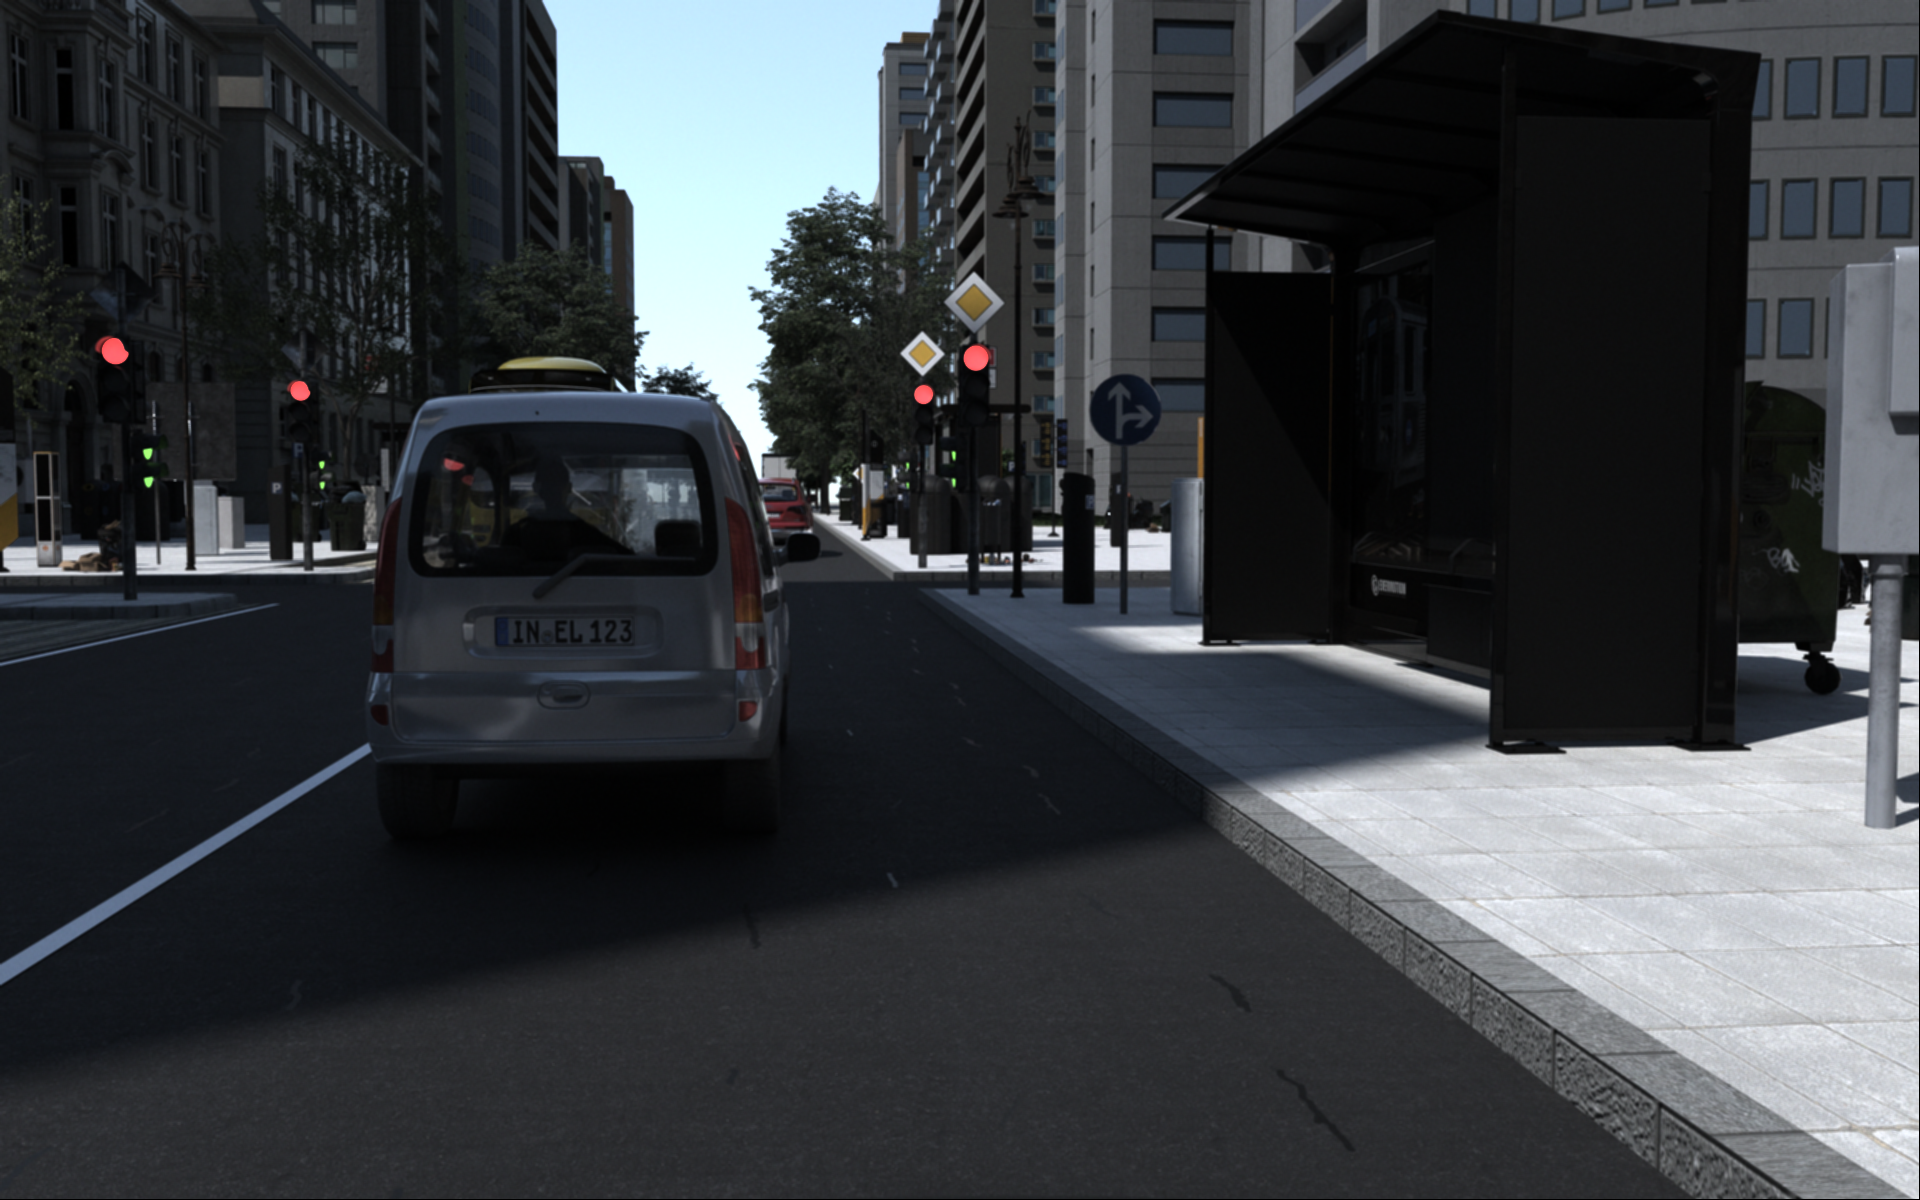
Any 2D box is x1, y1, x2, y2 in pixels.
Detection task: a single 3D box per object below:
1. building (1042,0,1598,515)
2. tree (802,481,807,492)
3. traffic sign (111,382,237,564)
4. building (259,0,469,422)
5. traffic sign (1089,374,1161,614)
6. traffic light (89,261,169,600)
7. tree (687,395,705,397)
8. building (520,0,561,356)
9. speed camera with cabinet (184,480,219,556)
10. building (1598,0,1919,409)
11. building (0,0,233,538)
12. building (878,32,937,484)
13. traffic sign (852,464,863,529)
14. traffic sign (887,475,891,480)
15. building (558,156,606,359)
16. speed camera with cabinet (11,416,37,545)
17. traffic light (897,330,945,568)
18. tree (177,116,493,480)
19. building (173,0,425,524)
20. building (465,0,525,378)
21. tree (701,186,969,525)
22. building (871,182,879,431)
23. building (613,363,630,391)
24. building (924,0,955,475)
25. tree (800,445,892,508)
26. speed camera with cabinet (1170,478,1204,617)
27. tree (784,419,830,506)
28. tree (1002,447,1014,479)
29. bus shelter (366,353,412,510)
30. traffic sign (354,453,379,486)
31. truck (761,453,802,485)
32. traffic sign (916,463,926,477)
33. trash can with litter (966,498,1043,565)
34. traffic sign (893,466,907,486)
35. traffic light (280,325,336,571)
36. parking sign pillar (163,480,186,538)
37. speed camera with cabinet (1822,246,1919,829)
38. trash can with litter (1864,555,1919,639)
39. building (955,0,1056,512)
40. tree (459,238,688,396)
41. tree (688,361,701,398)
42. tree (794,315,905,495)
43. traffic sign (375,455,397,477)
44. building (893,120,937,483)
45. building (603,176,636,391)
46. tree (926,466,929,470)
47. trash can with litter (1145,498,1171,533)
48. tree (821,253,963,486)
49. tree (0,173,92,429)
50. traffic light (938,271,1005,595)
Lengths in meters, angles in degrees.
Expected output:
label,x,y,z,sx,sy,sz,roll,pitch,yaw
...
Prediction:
label,x,y,z,sx,sy,sz,roll,pitch,yaw
building,15.389,-33.341,87.117,21.231,58.520,28.212,0,4,-6
tree,-20.820,-17.341,233.893,4.360,8.622,3.978,0,3,0
traffic sign,-14.281,-2.299,31.464,2.265,3.308,0.079,0,4,1
building,-38.971,-25.966,108.146,14.154,41.232,14.086,0,4,-6
traffic sign,1.755,-1.124,18.487,0.768,2.556,0.104,0,4,1
traffic light,-10.050,-1.956,20.902,0.839,4.253,0.868,0,4,-6
tree,-30.158,-17.026,195.380,9.611,12.733,9.660,0,3,0
building,-47.619,-32.394,153.343,21.300,48.544,21.600,0,4,-6
speed camera with cabinet,-16.027,-2.580,36.525,0.660,3.252,2.038,-2,4,-26
building,25.022,-31.237,52.724,28.212,58.520,21.231,0,4,-6
building,-33.736,-14.369,54.020,14.460,24.649,34.723,0,4,-6
building,-0.214,-42.035,229.273,21.231,58.520,28.212,0,4,-6
traffic sign,-3.581,-3.836,63.909,0.795,2.450,0.064,0,4,3
traffic sign,-4.584,-6.424,105.144,0.768,2.556,0.104,0,3,0
building,-49.352,-31.785,203.283,14.154,41.232,14.086,0,4,-6
speed camera with cabinet,-24.302,-3.039,44.031,2.038,3.252,0.660,1,4,20
traffic light,-0.668,-2.507,29.914,0.839,4.253,0.868,0,4,-6
tree,-15.746,-6.689,43.781,8.767,10.594,7.601,0,4,-2
building,-37.917,-15.492,86.577,16.112,22.955,30.059,0,4,-6
building,-45.213,-35.853,128.196,21.231,58.520,28.212,0,4,-6
tree,-4.173,-10.086,71.563,9.857,13.997,8.962,0,3,0
building,-1.765,-38.575,254.409,21.300,48.544,21.600,0,4,-6
building,-57.982,-23.212,224.561,27.650,21.520,28.899,0,4,-6
building,8.541,-32.806,155.987,23.786,49.044,30.456,0,4,-6
tree,-4.944,-6.319,87.033,4.285,4.588,4.351,0,3,0
speed camera with cabinet,3.275,-1.487,18.655,2.038,3.252,0.660,-2,4,-27
tree,-16.504,-16.361,201.909,7.601,10.594,8.767,-1,4,-16
tree,2.061,-7.381,104.387,4.285,4.588,4.351,0,3,0
bus shelter,-16.295,-4.562,52.226,2.179,5.291,8.768,0,4,-6
traffic sign,-18.555,-3.306,54.152,0.768,2.556,0.104,0,4,0
truck,-12.836,-8.288,124.414,2.839,4.237,11.283,0,4,-5
traffic sign,-1.606,-3.912,63.971,0.884,2.594,0.081,0,4,-5
trash can with litter,0.903,-1.305,32.387,1.678,1.210,2.233,3,5,39
traffic sign,-2.087,-3.598,60.957,0.606,2.300,0.079,0,4,-2
traffic light,-10.873,-2.442,28.845,0.839,4.253,0.868,0,4,-6
parking sign pillar,-22.982,-3.837,51.201,1.447,3.967,1.447,1,4,10
speed camera with cabinet,4.391,-0.741,6.457,2.038,3.252,0.660,1,4,20
trash can with litter,8.450,-0.253,15.531,0.624,1.170,1.055,0,4,3
building,11.292,-30.977,130.168,21.300,48.544,21.600,0,4,-6
tree,-19.794,-10.909,85.015,9.857,13.997,8.962,0,3,0
tree,-27.211,-15.820,165.319,9.857,13.997,8.962,0,3,0
tree,-5.920,-10.554,98.315,9.928,11.665,9.643,0,3,0
traffic sign,-18.121,-3.330,54.548,0.768,2.556,0.104,0,4,0
building,-0.223,-34.146,208.395,14.600,45.320,14.200,0,4,-6
building,-53.900,-36.502,246.911,14.600,45.320,14.200,0,4,-6
tree,-0.191,-3.739,55.733,1.663,3.219,1.824,0,3,0
trash can with litter,6.734,-2.825,57.577,1.055,1.170,0.624,-1,4,-14
tree,-1.916,-6.224,52.129,4.360,8.622,3.978,0,3,0
tree,-22.629,-5.507,40.404,4.737,8.622,4.395,0,3,0
traffic light,0.155,-2.021,21.971,0.839,4.253,0.868,0,4,-6
